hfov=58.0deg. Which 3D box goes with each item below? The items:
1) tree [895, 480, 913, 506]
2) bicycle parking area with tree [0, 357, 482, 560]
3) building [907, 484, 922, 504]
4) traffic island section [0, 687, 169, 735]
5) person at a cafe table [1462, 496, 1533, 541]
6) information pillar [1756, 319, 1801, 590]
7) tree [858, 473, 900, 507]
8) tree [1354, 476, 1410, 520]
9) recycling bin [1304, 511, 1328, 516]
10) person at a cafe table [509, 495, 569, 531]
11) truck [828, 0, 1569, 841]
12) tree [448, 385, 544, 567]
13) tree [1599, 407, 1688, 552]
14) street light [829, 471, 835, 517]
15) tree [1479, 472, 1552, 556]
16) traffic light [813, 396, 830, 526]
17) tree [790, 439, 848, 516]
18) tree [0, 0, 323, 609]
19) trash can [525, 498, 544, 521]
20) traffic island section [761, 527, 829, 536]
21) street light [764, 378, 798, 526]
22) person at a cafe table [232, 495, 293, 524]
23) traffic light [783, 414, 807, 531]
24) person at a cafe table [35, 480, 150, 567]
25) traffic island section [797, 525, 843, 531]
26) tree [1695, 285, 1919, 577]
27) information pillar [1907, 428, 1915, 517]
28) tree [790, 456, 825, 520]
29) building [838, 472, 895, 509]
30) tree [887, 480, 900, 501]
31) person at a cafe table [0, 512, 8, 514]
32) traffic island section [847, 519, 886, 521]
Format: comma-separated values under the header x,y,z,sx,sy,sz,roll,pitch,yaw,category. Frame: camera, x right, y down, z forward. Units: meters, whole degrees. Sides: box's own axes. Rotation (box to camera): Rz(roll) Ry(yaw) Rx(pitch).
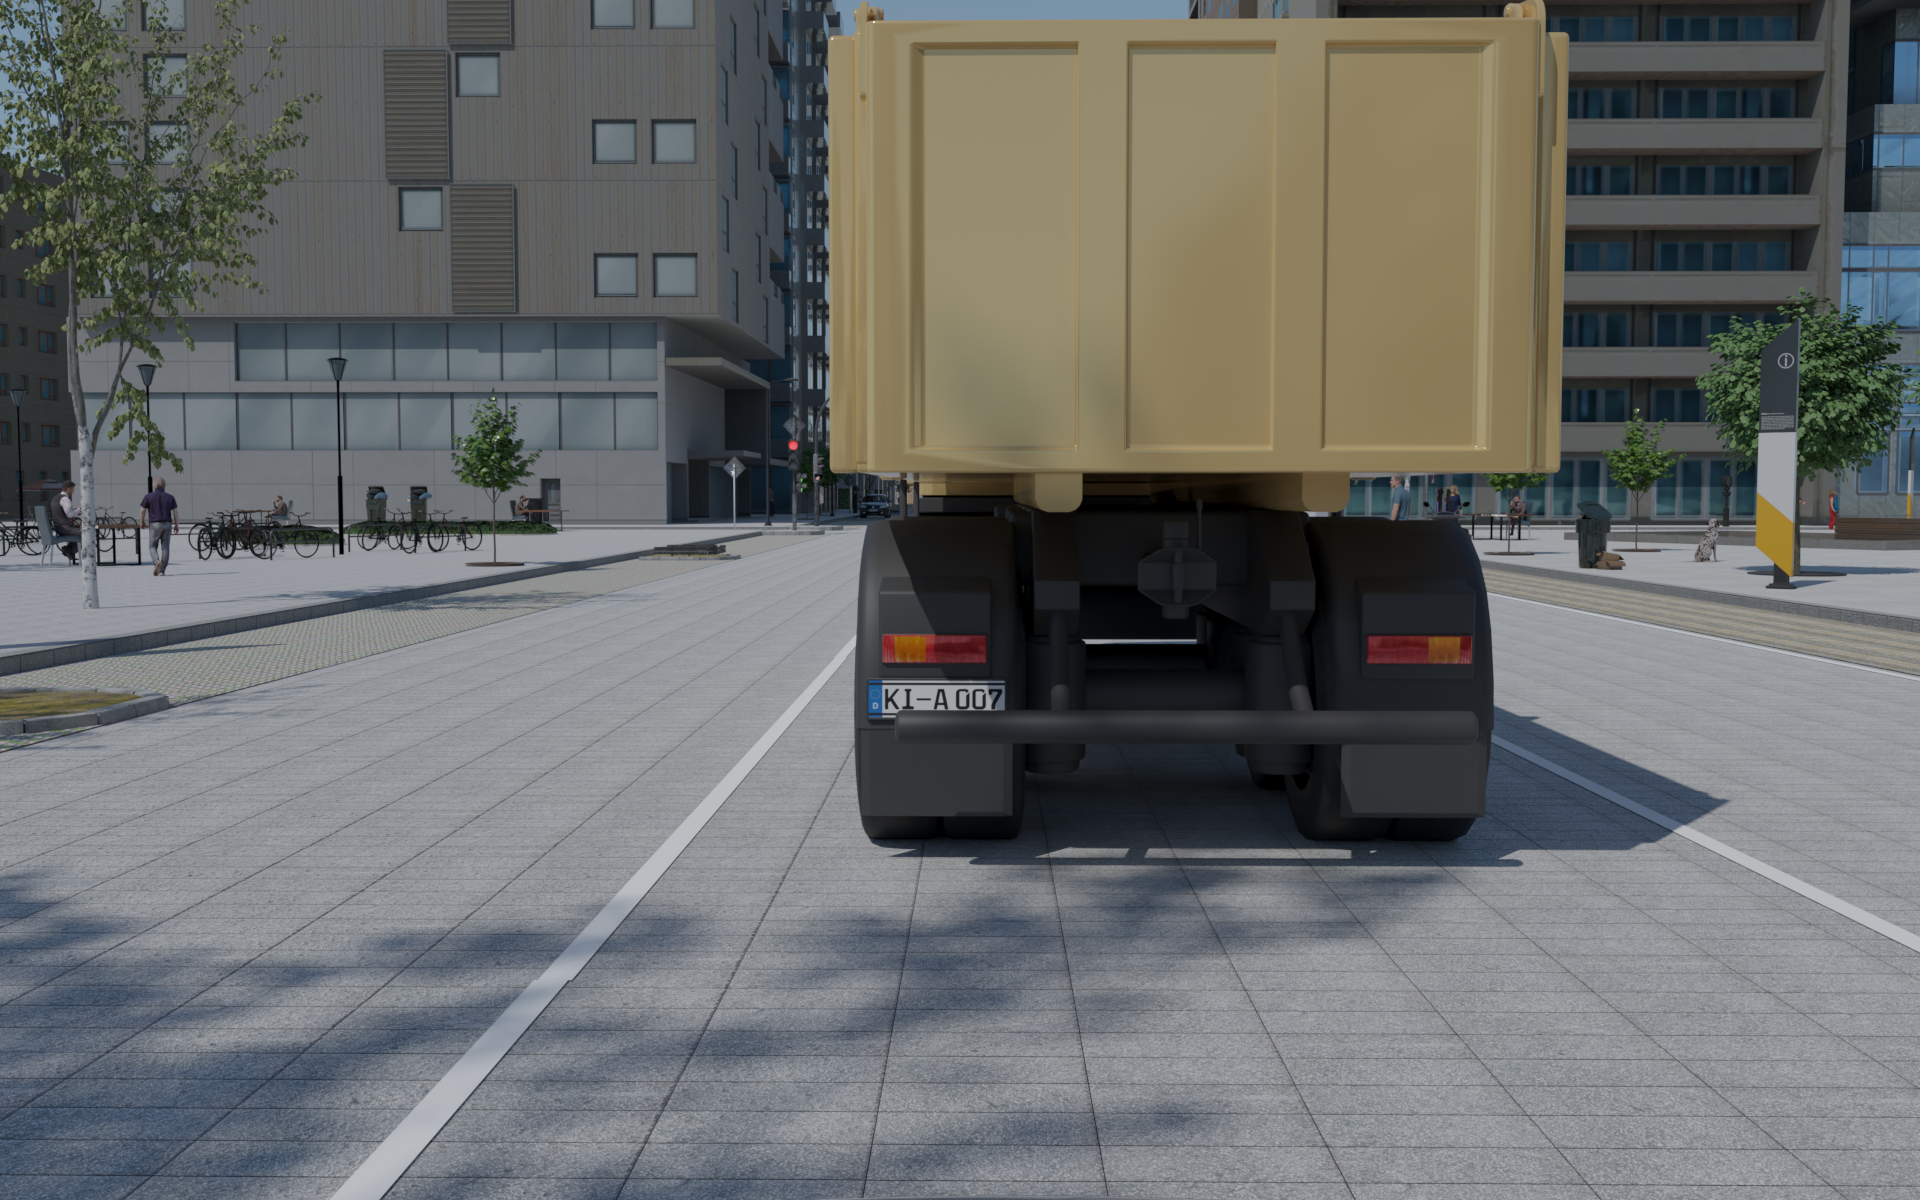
x,y,z,sx,sy,sz,roll,pitch,yaw,category
-6.237,-12.205,194.158,1.663,3.219,1.824,0,3,0,tree
-15.604,-3.077,37.309,8.231,4.147,9.016,2,4,34,bicycle parking area with tree
-8.435,-23.302,237.413,11.380,20.091,16.016,0,4,1,building
-6.280,0.720,11.091,1.991,0.108,1.994,0,4,1,traffic island section
15.272,-2.299,48.456,1.726,1.238,1.698,-2,4,-30,person at a cafe table
11.043,-1.958,23.365,0.504,3.616,0.183,3,5,43,information pillar
-7.388,-11.701,141.669,4.360,8.622,3.978,0,3,0,tree
11.797,-5.849,45.990,4.360,8.622,3.978,0,3,0,tree
12.554,-2.985,61.366,0.722,1.027,0.722,-3,4,-38,recycling bin
-14.625,-2.986,59.684,1.726,1.238,1.698,1,4,11,person at a cafe table
0.901,-0.909,10.783,3.469,3.379,9.791,0,4,1,truck
-8.228,-2.227,31.005,1.663,3.219,1.824,0,3,0,tree
15.049,-2.698,38.707,1.663,3.219,1.824,0,3,0,tree
-6.771,-7.728,98.893,1.470,5.913,1.316,0,4,1,street light
11.532,-2.549,36.278,1.663,3.219,1.824,0,3,0,tree
-3.589,-5.761,68.852,4.771,5.953,1.251,0,4,1,traffic light
-8.363,-7.270,102.572,4.285,4.588,4.351,0,3,0,tree
-9.498,-4.210,19.188,4.737,8.622,4.395,0,3,0,tree
-15.154,-3.055,61.598,0.748,1.137,0.748,0,3,0,trash can
-5.843,-2.368,61.000,2.009,0.180,2.903,0,4,1,traffic island section
-7.178,-5.931,69.508,1.470,5.913,1.316,0,4,1,street light
-23.464,-2.913,58.488,1.726,1.238,1.698,-1,4,-9,person at a cafe table
-5.803,-4.400,60.865,0.839,4.253,0.868,0,4,1,traffic light
-15.638,-1.378,31.048,1.698,1.524,1.622,3,5,41,person at a cafe table
-5.722,-2.856,68.984,2.009,0.180,2.903,0,4,1,traffic island section
13.382,-2.675,27.457,4.285,4.588,4.351,0,3,0,tree
33.422,-4.251,60.864,0.183,3.616,0.504,3,5,39,information pillar
-7.572,-5.661,87.151,1.663,3.219,1.824,0,3,0,tree
-16.466,-19.903,191.869,16.747,18.905,31.486,0,4,1,building
-6.649,-13.017,163.184,4.737,8.622,4.395,0,3,0,tree
-30.337,-2.707,52.780,1.698,1.524,1.622,0,4,6,person at a cafe table
-5.021,-4.328,93.627,1.991,0.108,1.994,0,4,1,traffic island section
